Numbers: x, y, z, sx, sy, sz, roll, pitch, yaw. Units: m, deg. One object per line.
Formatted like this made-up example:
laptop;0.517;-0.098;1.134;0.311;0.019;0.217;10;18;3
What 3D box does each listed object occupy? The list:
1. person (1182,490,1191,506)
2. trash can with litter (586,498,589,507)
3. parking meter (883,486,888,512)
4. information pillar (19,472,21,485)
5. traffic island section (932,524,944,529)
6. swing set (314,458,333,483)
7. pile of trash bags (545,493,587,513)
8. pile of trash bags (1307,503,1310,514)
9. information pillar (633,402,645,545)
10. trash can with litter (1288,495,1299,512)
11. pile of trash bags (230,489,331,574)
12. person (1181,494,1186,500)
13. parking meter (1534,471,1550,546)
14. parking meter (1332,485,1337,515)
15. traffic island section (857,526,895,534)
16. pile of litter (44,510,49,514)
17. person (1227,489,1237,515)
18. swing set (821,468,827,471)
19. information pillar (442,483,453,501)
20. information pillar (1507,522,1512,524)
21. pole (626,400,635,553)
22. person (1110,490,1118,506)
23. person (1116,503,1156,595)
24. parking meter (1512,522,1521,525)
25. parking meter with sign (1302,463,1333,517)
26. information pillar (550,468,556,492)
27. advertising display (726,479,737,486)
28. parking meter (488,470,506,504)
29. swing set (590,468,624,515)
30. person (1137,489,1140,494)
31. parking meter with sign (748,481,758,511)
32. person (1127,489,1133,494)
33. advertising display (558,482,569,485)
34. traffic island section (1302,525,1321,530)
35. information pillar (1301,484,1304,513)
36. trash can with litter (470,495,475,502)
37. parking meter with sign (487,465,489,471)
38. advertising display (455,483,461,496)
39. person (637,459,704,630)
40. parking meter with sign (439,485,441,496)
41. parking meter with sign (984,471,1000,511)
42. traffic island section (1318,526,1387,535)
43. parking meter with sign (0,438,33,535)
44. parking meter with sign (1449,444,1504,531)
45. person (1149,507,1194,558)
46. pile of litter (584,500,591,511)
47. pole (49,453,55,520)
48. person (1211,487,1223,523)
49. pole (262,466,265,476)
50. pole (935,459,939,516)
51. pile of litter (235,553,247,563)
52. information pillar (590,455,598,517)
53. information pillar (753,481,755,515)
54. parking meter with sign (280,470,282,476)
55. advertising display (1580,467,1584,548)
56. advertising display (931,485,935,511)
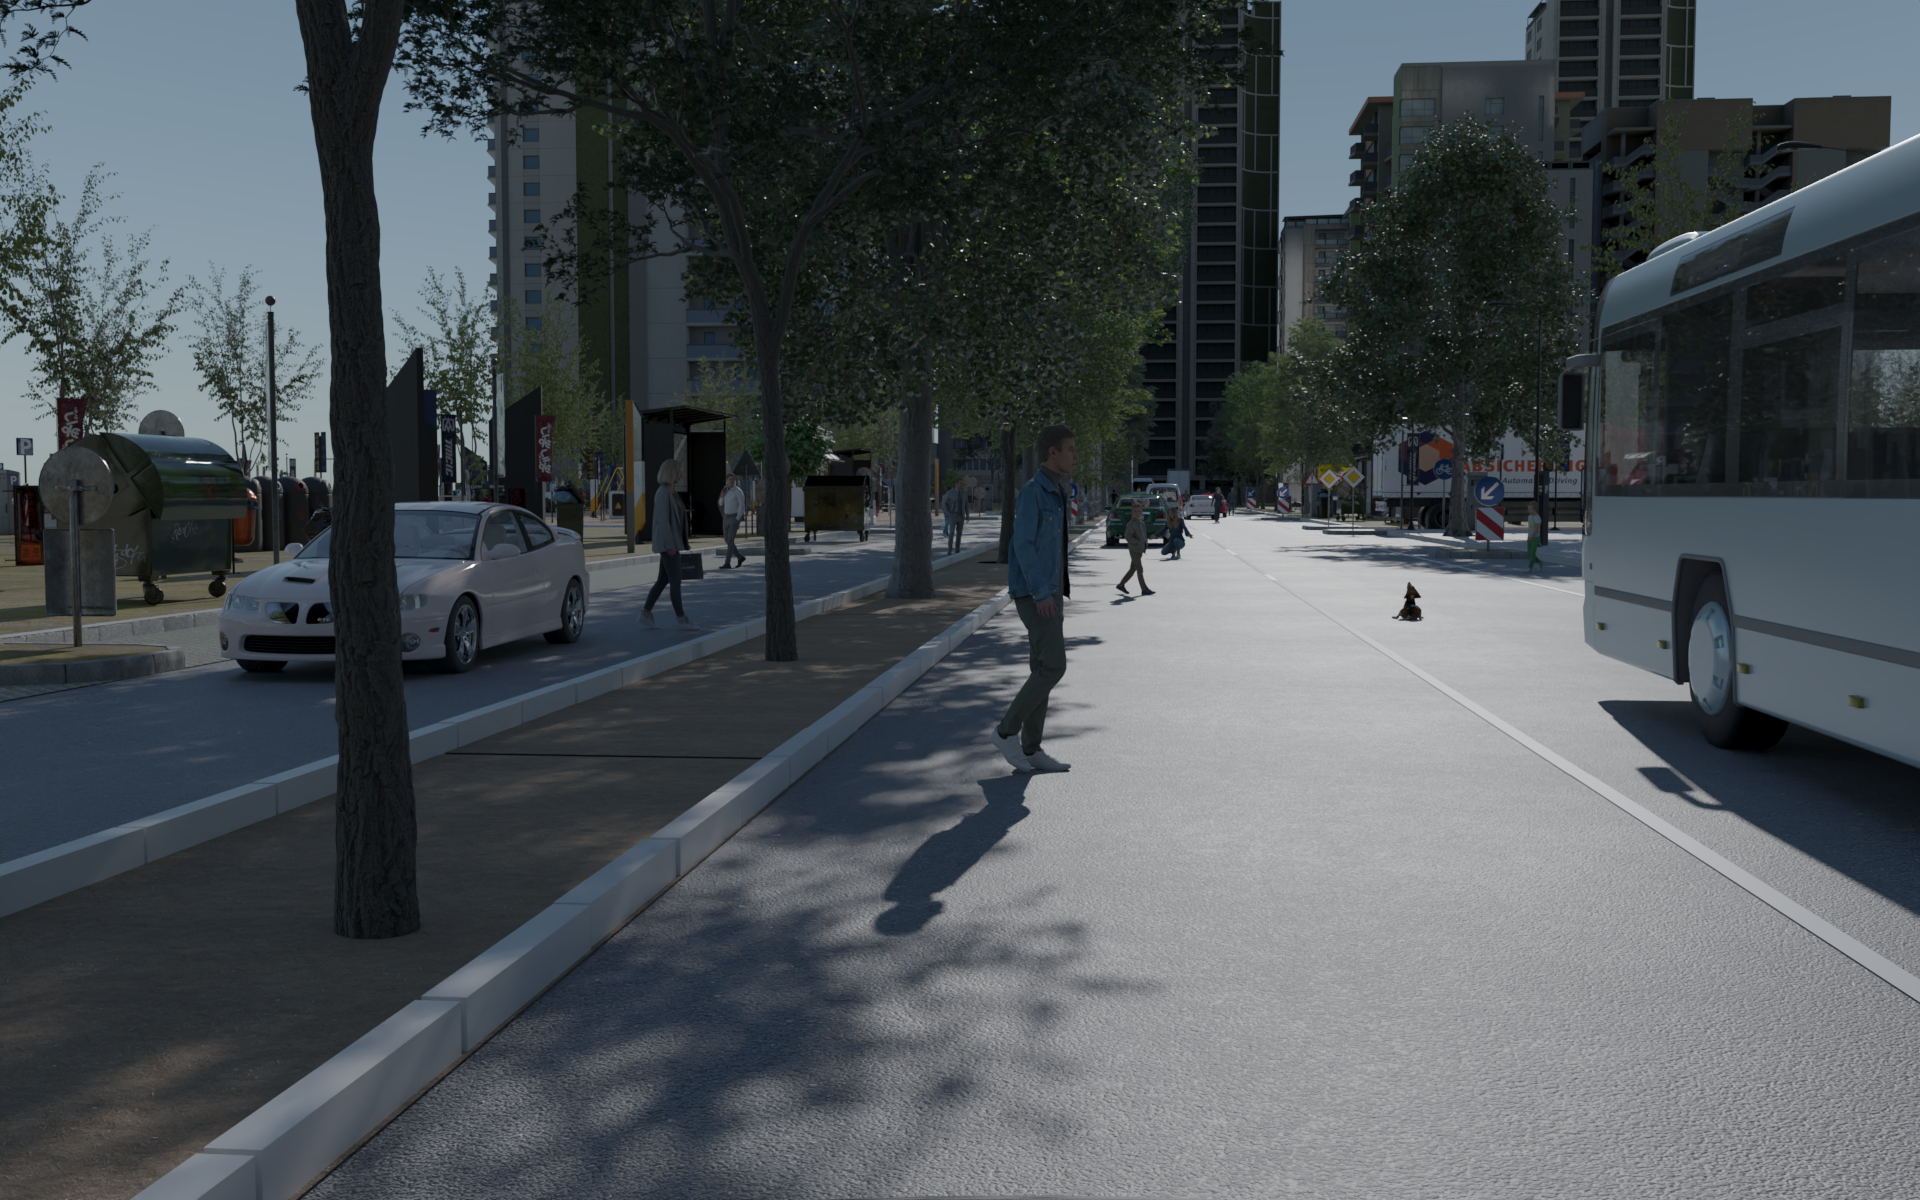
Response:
person;21.227;-9.433;162.732;1.348;1.823;0.705;1;4;11
trash can with litter;-29.085;-7.511;134.184;0.624;1.170;1.055;1;4;13
parking meter;-5.235;-7.141;122.459;0.255;1.863;0.399;-2;4;-34
information pillar;-31.800;-3.293;58.328;0.304;2.012;0.304;-1;4;-23
traffic island section;-1.739;-3.009;71.471;2.009;0.180;2.903;0;4;6
swing set;-26.706;-4.803;76.152;3.119;2.851;2.862;-1;4;-17
pile of trash bags;-27.028;-6.637;118.267;3.447;1.369;1.912;1;4;18
pile of trash bags;22.772;-6.019;108.160;1.912;1.369;3.447;0;4;5
information pillar;-8.146;-3.217;43.949;0.183;3.616;0.504;-2;4;-35
trash can with litter;23.196;-6.836;122.824;1.678;1.210;2.233;1;4;22
pile of trash bags;-10.295;-1.124;28.124;3.447;1.369;1.912;0;4;-2
person;19.052;-8.406;149.158;0.991;1.433;0.599;0;4;-5
parking meter;14.455;-2.286;43.085;0.255;1.863;0.399;3;5;44
parking meter;23.002;-6.137;106.052;0.399;1.863;0.255;3;5;40
traffic island section;-2.563;-2.523;63.529;2.009;0.180;2.903;0;4;6
pile of litter;-60.037;-6.060;113.047;1.719;0.858;1.176;2;4;33
person;18.190;-6.556;115.863;0.661;1.801;0.590;0;4;0
swing set;-8.405;-6.606;105.620;2.862;2.851;3.119;0;4;3
information pillar;-15.365;-2.903;51.949;0.304;2.012;0.304;-1;4;-21
information pillar;23.908;-4.307;74.904;0.304;2.012;0.304;-1;4;-15
pole;-7.165;-2.679;37.642;0.158;3.312;0.155;0;3;0
person;14.780;-9.693;166.607;1.348;1.869;0.705;-2;4;-34
person;2.520;-0.730;24.703;0.640;1.303;0.475;2;4;25
parking meter;23.343;-3.925;72.592;0.372;1.533;0.369;0;3;0
parking meter with sign;20.117;-6.186;97.396;1.738;3.016;0.543;1;4;14
information pillar;-32.684;-9.031;139.015;0.504;3.616;0.183;0;3;0
advertising display;-9.907;-4.157;73.187;0.974;1.923;0.123;-1;4;-13
parking meter;-11.133;-2.197;41.639;0.399;1.863;0.255;3;4;38
swing set;-20.102;-6.471;103.429;2.862;2.851;3.119;0;4;2
person;10.436;-5.545;99.838;0.731;1.740;0.598;0;4;-6
parking meter with sign;-15.569;-8.217;130.600;0.543;3.016;1.738;1;4;9
person;12.903;-7.452;130.439;0.767;1.812;0.694;-3;4;-38
advertising display;-21.823;-5.513;95.356;0.123;1.923;0.974;3;4;36
traffic island section;14.863;-2.903;69.749;2.009;0.180;2.903;0;4;6
information pillar;23.276;-6.892;117.177;0.304;2.012;0.304;3;5;42
trash can with litter;-24.294;-4.667;87.368;2.233;1.210;1.678;-1;4;-14
parking meter with sign;-28.156;-6.477;102.156;0.543;3.016;1.738;1;4;12
advertising display;-28.764;-5.768;99.519;0.123;1.923;0.974;-3;4;-37
person;-3.074;-0.593;18.372;0.728;1.800;0.709;0;4;8
parking meter with sign;-44.148;-9.278;147.952;1.738;3.016;0.543;-1;4;-17
parking meter with sign;2.175;-8.374;133.172;1.738;3.016;0.543;0;4;5
traffic island section;14.039;-2.418;61.807;2.009;0.180;2.903;0;4;6
parking meter with sign;-29.717;-3.529;53.961;1.738;3.016;0.543;1;4;21
parking meter with sign;18.082;-3.940;60.674;1.738;3.016;0.543;0;4;8
person;4.834;-1.514;38.745;1.012;1.151;0.738;3;4;36
pile of litter;-28.376;-7.154;130.927;1.719;0.858;1.176;1;4;21
pole;-45.434;-5.678;86.683;0.158;3.312;0.155;0;3;0
person;12.807;-4.739;86.399;0.534;1.772;0.576;3;5;42
pole;-51.294;-8.185;127.674;0.158;3.312;0.155;0;3;0
pole;-1.334;-6.493;100.009;0.158;3.312;0.155;0;3;0
pile of litter;-14.178;-1.139;32.595;1.719;0.858;1.176;3;5;42
information pillar;-20.370;-6.420;96.327;0.504;3.616;0.183;2;4;34
information pillar;-12.941;-7.176;108.679;0.183;3.616;0.504;-1;4;-12
parking meter with sign;-48.214;-7.898;125.396;1.738;3.016;0.543;-1;4;-9
advertising display;15.062;-2.195;41.096;0.123;1.923;0.974;-1;4;-15
advertising display;-2.495;-8.309;141.067;0.974;1.923;0.123;-2;4;-32
